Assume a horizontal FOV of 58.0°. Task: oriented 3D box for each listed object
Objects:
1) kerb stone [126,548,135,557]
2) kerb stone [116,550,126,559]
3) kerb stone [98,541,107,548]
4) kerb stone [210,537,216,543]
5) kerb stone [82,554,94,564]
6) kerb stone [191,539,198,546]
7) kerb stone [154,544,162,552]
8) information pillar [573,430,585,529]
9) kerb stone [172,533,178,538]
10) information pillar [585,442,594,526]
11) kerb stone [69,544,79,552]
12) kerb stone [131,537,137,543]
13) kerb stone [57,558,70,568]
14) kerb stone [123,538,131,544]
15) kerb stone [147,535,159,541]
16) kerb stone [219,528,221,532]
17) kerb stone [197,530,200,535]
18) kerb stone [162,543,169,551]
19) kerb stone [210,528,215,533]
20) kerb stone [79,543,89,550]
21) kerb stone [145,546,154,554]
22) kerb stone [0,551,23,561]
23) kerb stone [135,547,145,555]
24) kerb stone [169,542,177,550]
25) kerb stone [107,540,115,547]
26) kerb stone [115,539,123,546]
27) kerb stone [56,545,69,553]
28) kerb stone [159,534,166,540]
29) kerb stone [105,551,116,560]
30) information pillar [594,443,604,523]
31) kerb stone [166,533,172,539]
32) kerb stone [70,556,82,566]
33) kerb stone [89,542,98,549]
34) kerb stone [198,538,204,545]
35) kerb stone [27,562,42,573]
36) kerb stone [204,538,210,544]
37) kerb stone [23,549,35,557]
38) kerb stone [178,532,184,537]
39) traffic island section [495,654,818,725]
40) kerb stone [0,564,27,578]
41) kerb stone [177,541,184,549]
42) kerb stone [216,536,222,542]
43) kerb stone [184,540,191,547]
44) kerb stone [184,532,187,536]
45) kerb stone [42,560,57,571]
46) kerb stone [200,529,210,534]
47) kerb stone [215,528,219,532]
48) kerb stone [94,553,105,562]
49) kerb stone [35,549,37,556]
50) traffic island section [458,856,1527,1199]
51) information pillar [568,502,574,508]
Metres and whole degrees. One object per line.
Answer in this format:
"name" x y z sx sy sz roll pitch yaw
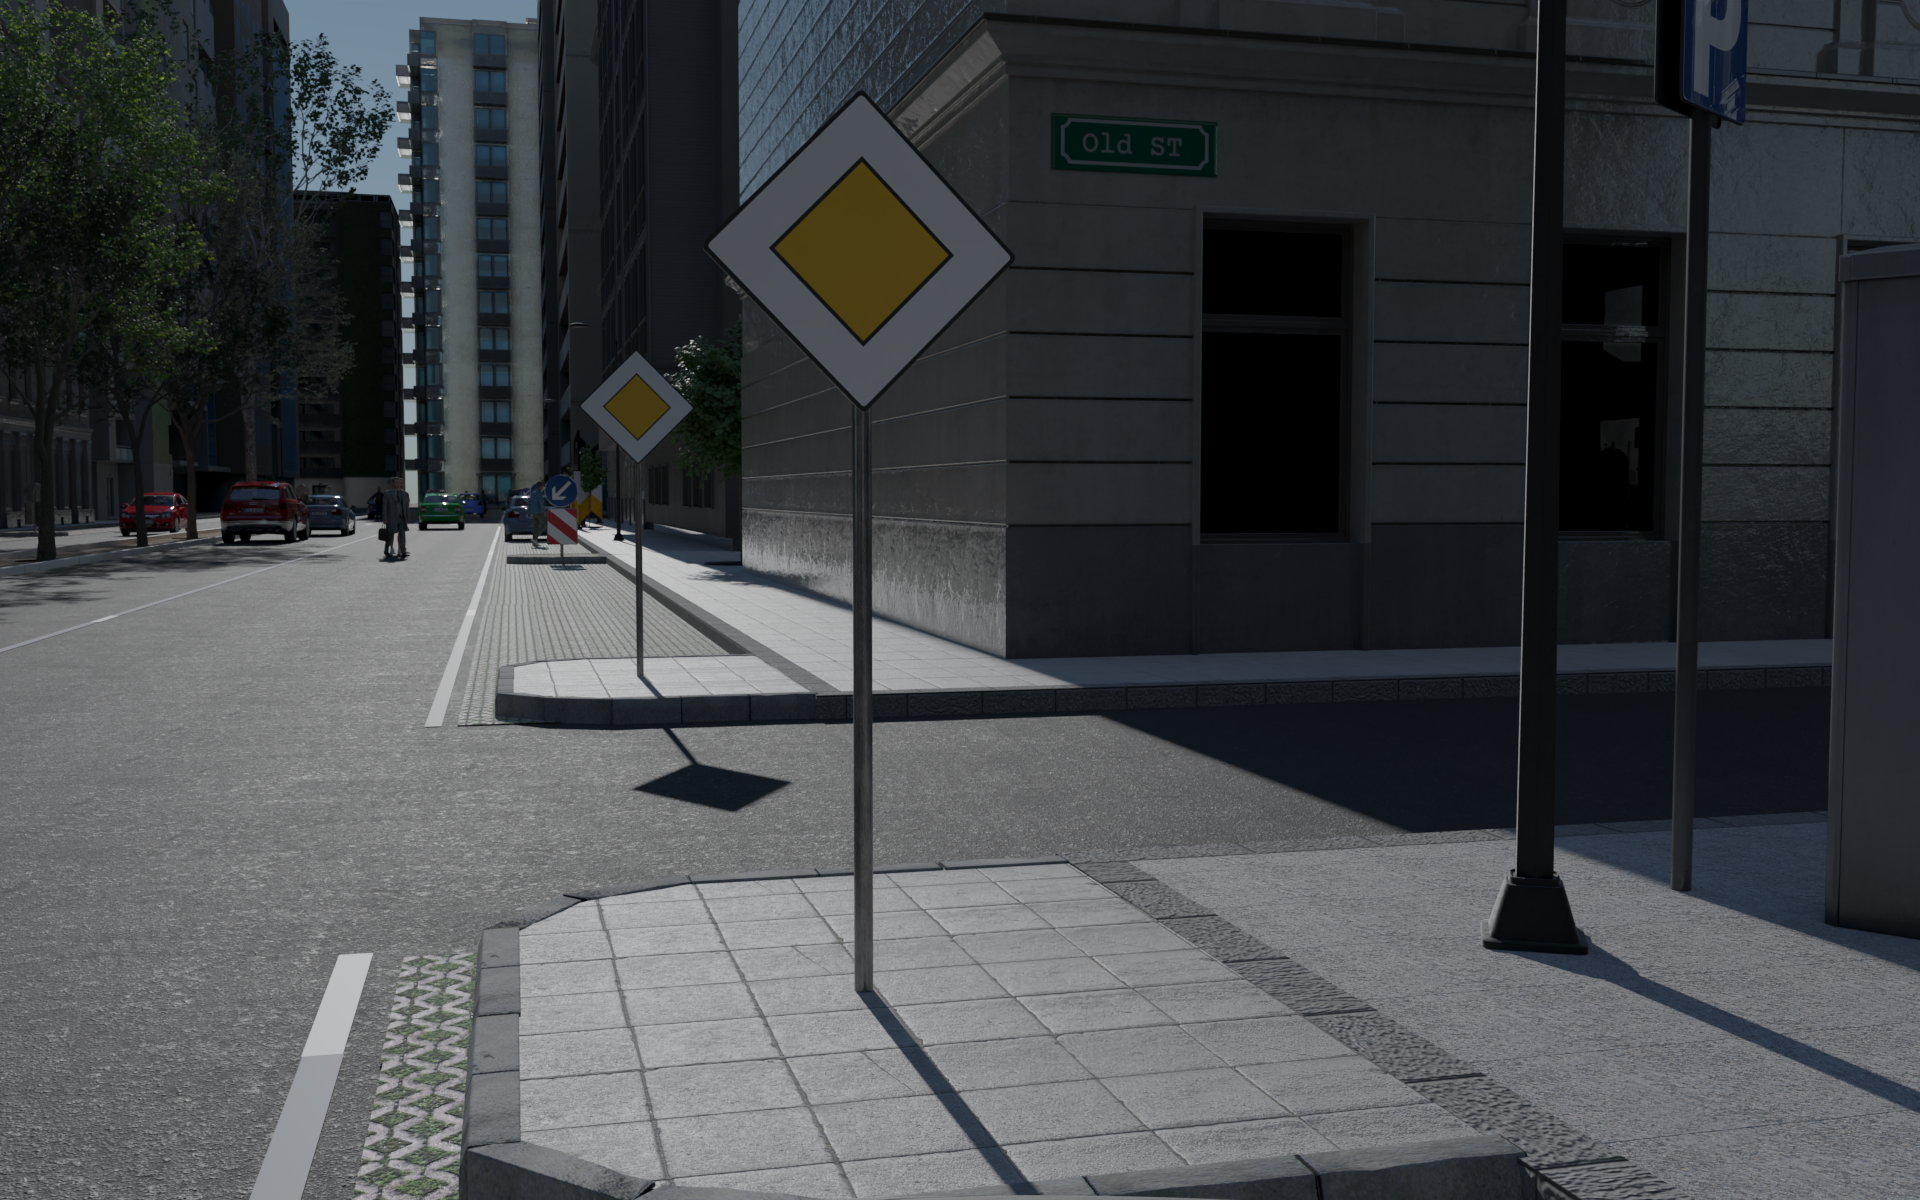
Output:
"kerb stone" -19.115 -1.068 39.654 0.120 0.150 1.000 -1 4 -14
"kerb stone" -18.851 -1.004 38.662 0.120 0.150 1.000 -1 4 -14
"kerb stone" -22.943 -1.453 46.073 0.120 0.150 1.000 -1 4 -14
"kerb stone" -21.940 -1.736 50.576 0.120 0.150 1.000 -1 4 -14
"kerb stone" -18.077 -0.825 35.677 0.120 0.150 1.000 -1 4 -14
"kerb stone" -21.168 -1.552 47.605 0.120 0.150 1.000 -1 4 -14
"kerb stone" -19.882 -1.250 42.631 0.120 0.150 1.000 -1 4 -14
"information pillar" -14.004 -4.405 63.373 0.183 3.616 0.504 -2 4 -31
"kerb stone" -25.518 -2.067 55.989 0.120 0.150 1.000 -1 4 -14
"information pillar" -15.191 -4.814 70.070 0.504 3.616 0.183 -3 5 -40
"kerb stone" -22.173 -1.276 43.095 0.120 0.150 1.000 -1 4 -14
"kerb stone" -23.974 -1.702 50.031 0.120 0.150 1.000 -1 4 -14
"kerb stone" -17.565 -0.704 33.698 0.120 0.150 1.000 -1 4 -14
"kerb stone" -23.712 -1.642 49.042 0.120 0.150 1.000 -1 4 -14
"kerb stone" -24.741 -1.883 53.001 0.120 0.150 1.000 -1 4 -14
"kerb stone" -27.830 -2.614 64.929 0.120 0.150 1.000 -1 4 -14
"kerb stone" -26.548 -2.310 59.963 0.120 0.150 1.000 -1 4 -14
"kerb stone" -20.147 -1.311 43.629 0.120 0.150 1.000 -1 4 -14
"kerb stone" -27.318 -2.492 62.936 0.120 0.150 1.000 -1 4 -14
"kerb stone" -22.431 -1.339 44.085 0.120 0.150 1.000 -1 4 -14
"kerb stone" -19.617 -1.189 41.644 0.120 0.150 1.000 -1 4 -14
"kerb stone" -20.890 -0.972 38.138 0.120 0.150 1.000 -1 4 -14
"kerb stone" -19.366 -1.128 40.645 0.120 0.150 1.000 -1 4 -14
"kerb stone" -20.406 -1.371 44.618 0.120 0.150 1.000 -1 4 -14
"kerb stone" -23.201 -1.521 47.062 0.120 0.150 1.000 -1 4 -14
"kerb stone" -23.456 -1.581 48.052 0.120 0.150 1.000 -1 4 -14
"kerb stone" -21.915 -1.217 42.098 0.120 0.150 1.000 -1 4 -14
"kerb stone" -25.002 -1.943 53.990 0.120 0.150 1.000 -1 4 -14
"kerb stone" -18.590 -0.944 37.667 0.120 0.150 1.000 -1 4 -14
"information pillar" -15.883 -5.163 75.768 0.504 3.616 0.183 0 4 3
"kerb stone" -25.259 -2.006 54.993 0.120 0.150 1.000 -1 4 -14
"kerb stone" -17.829 -0.764 34.685 0.120 0.150 1.000 -1 4 -14
"kerb stone" -22.688 -1.391 45.075 0.120 0.150 1.000 -1 4 -14
"kerb stone" -21.431 -1.615 48.593 0.120 0.150 1.000 -1 4 -14
"kerb stone" -17.053 -0.582 31.718 0.120 0.150 1.000 -1 4 -14
"kerb stone" -21.690 -1.675 49.583 0.120 0.150 1.000 -1 4 -14
"kerb stone" -21.147 -1.036 39.128 0.120 0.150 1.000 -1 4 -14
"kerb stone" -25.776 -2.125 56.978 0.120 0.150 1.000 -1 4 -14
"traffic island section" -2.236 0.615 12.228 2.009 0.180 2.903 -1 4 -14
"kerb stone" -16.796 -0.522 30.725 0.120 0.150 1.000 -1 4 -14
"kerb stone" -20.665 -1.432 45.623 0.120 0.150 1.000 -1 4 -14
"kerb stone" -22.197 -1.791 51.566 0.120 0.150 1.000 -1 4 -14
"kerb stone" -20.910 -1.490 46.616 0.120 0.150 1.000 -1 4 -14
"kerb stone" -26.042 -2.188 57.973 0.120 0.150 1.000 -1 4 -14
"kerb stone" -17.305 -0.643 32.709 0.120 0.150 1.000 -1 4 -14
"kerb stone" -27.068 -2.425 61.945 0.120 0.150 1.000 -1 4 -14
"kerb stone" -27.578 -2.552 63.927 0.120 0.150 1.000 -1 4 -14
"kerb stone" -18.333 -0.883 36.677 0.120 0.150 1.000 -1 4 -14
"kerb stone" -21.397 -1.096 40.120 0.120 0.150 1.000 -1 4 -14
"traffic island section" -0.231 1.088 4.498 2.009 0.180 2.903 -1 4 -14
"information pillar" -15.890 -4.074 71.102 0.304 2.012 0.304 -2 4 -29
